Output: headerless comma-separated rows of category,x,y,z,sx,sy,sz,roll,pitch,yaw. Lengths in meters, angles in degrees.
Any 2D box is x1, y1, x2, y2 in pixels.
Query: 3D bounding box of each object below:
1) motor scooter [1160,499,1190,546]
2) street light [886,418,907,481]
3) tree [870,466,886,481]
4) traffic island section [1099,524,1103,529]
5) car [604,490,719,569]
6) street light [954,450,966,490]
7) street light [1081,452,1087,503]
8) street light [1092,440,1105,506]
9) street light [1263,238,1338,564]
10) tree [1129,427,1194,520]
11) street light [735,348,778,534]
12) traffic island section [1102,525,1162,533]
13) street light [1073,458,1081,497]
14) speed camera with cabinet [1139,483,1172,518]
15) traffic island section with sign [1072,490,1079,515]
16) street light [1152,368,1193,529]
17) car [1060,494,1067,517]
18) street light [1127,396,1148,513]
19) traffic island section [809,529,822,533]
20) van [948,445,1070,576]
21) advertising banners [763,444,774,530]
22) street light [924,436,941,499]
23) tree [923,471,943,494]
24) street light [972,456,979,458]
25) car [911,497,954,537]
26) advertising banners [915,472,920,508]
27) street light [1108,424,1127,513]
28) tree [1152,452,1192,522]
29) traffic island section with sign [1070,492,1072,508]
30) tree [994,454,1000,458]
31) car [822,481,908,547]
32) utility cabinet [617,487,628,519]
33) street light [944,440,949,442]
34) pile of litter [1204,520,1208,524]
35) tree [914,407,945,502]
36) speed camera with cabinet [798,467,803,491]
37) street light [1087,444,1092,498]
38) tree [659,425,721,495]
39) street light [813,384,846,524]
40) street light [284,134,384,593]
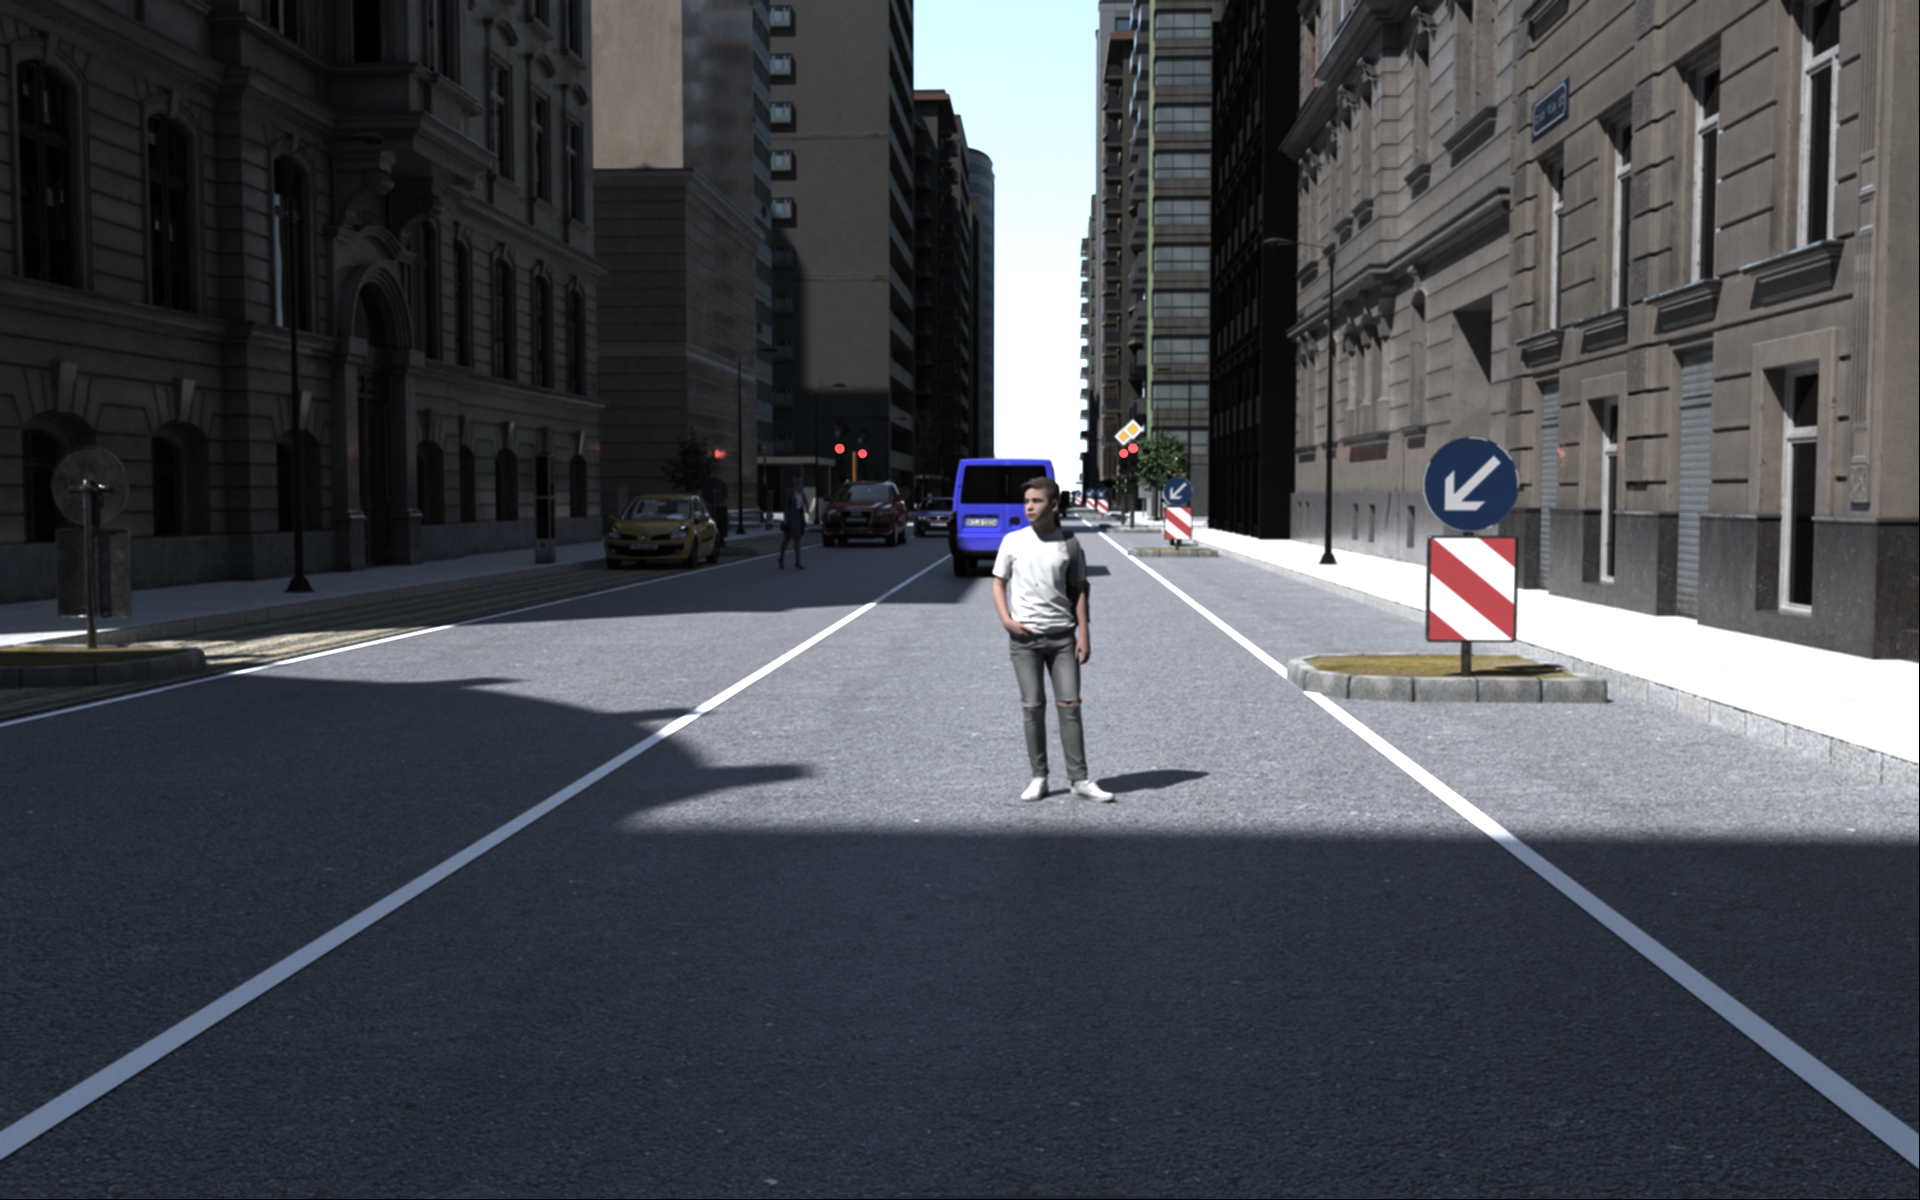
motor scooter,6.004,-2.171,48.276,0.815,1.314,1.986,0,4,1
street light,-3.927,-8.115,105.220,1.470,5.913,1.316,0,4,3
tree,-5.040,-7.020,109.377,1.663,3.219,1.824,0,3,0
traffic island section,6.870,-3.088,72.761,2.009,0.180,2.903,0,4,3
car,-5.878,-1.475,34.347,2.015,1.641,3.980,0,4,1
street light,-0.077,-12.796,181.754,1.470,5.913,1.316,0,4,3
street light,14.442,-13.423,192.014,1.470,5.913,1.316,0,4,3
street light,12.225,-10.708,147.619,1.470,5.913,1.316,0,4,3
street light,6.209,-3.613,31.610,1.470,5.913,1.316,0,4,3
tree,10.562,-6.531,90.489,4.285,4.588,4.351,0,3,0
street light,-6.481,-5.059,55.250,1.470,5.913,1.316,0,4,3
traffic island section,6.464,-2.600,64.787,2.009,0.180,2.903,0,4,3
street light,16.909,-16.508,242.450,1.470,5.913,1.316,0,4,3
speed camera with cabinet,10.670,-6.051,93.265,2.038,3.252,0.660,0,4,-6
traffic island section with sign,9.017,-6.899,121.429,1.989,1.847,2.006,0,4,3
street light,7.877,-5.574,63.674,1.470,5.913,1.316,0,4,3
car,5.824,-6.117,109.048,2.155,1.783,4.494,0,4,4
street light,8.829,-6.713,82.305,1.470,5.913,1.316,0,4,3
traffic island section,-4.513,-2.634,65.349,2.009,0.180,2.903,0,4,3
van,0.917,-1.693,32.070,2.240,2.365,5.245,0,4,3
advertising banners,-6.861,-4.018,61.880,0.090,3.025,2.074,0,4,3
street light,-2.266,-10.111,137.857,1.470,5.913,1.316,0,4,3
tree,-2.363,-9.317,146.932,1.663,3.219,1.824,0,3,0
street light,1.719,-14.760,213.866,1.470,5.913,1.316,0,4,3
car,-0.664,-2.848,59.139,1.945,1.354,3.894,0,4,2
advertising banners,-3.338,-8.532,135.679,0.090,3.025,2.074,-1,4,-12
street light,10.518,-8.699,114.776,1.470,5.913,1.316,0,4,3
tree,9.793,-5.144,78.699,1.663,3.219,1.824,0,3,0
traffic island section with sign,11.607,-10.000,172.127,1.989,1.847,2.006,0,4,3
tree,5.828,-21.874,307.999,4.360,8.622,3.978,0,3,0
car,-2.644,-2.462,48.928,2.281,1.827,5.304,0,4,3
utility cabinet,-9.916,-2.579,50.842,0.318,1.500,1.173,-1,4,-10
street light,-1.647,-10.830,149.611,1.470,5.913,1.316,0,4,3
pile of litter,11.157,-3.609,72.970,1.719,0.858,1.176,2,4,25
tree,-3.320,-11.783,143.011,4.737,8.622,4.395,0,3,0
speed camera with cabinet,-8.223,-6.343,98.050,2.038,3.252,0.660,0,4,0
street light,12.700,-11.412,159.123,1.470,5.913,1.316,0,4,3
tree,-7.608,-3.300,48.550,1.663,3.219,1.824,0,3,0
street light,-5.517,-6.154,73.152,1.470,5.913,1.316,0,4,3
street light,-8.125,-3.056,22.509,1.470,5.913,1.316,0,4,3
